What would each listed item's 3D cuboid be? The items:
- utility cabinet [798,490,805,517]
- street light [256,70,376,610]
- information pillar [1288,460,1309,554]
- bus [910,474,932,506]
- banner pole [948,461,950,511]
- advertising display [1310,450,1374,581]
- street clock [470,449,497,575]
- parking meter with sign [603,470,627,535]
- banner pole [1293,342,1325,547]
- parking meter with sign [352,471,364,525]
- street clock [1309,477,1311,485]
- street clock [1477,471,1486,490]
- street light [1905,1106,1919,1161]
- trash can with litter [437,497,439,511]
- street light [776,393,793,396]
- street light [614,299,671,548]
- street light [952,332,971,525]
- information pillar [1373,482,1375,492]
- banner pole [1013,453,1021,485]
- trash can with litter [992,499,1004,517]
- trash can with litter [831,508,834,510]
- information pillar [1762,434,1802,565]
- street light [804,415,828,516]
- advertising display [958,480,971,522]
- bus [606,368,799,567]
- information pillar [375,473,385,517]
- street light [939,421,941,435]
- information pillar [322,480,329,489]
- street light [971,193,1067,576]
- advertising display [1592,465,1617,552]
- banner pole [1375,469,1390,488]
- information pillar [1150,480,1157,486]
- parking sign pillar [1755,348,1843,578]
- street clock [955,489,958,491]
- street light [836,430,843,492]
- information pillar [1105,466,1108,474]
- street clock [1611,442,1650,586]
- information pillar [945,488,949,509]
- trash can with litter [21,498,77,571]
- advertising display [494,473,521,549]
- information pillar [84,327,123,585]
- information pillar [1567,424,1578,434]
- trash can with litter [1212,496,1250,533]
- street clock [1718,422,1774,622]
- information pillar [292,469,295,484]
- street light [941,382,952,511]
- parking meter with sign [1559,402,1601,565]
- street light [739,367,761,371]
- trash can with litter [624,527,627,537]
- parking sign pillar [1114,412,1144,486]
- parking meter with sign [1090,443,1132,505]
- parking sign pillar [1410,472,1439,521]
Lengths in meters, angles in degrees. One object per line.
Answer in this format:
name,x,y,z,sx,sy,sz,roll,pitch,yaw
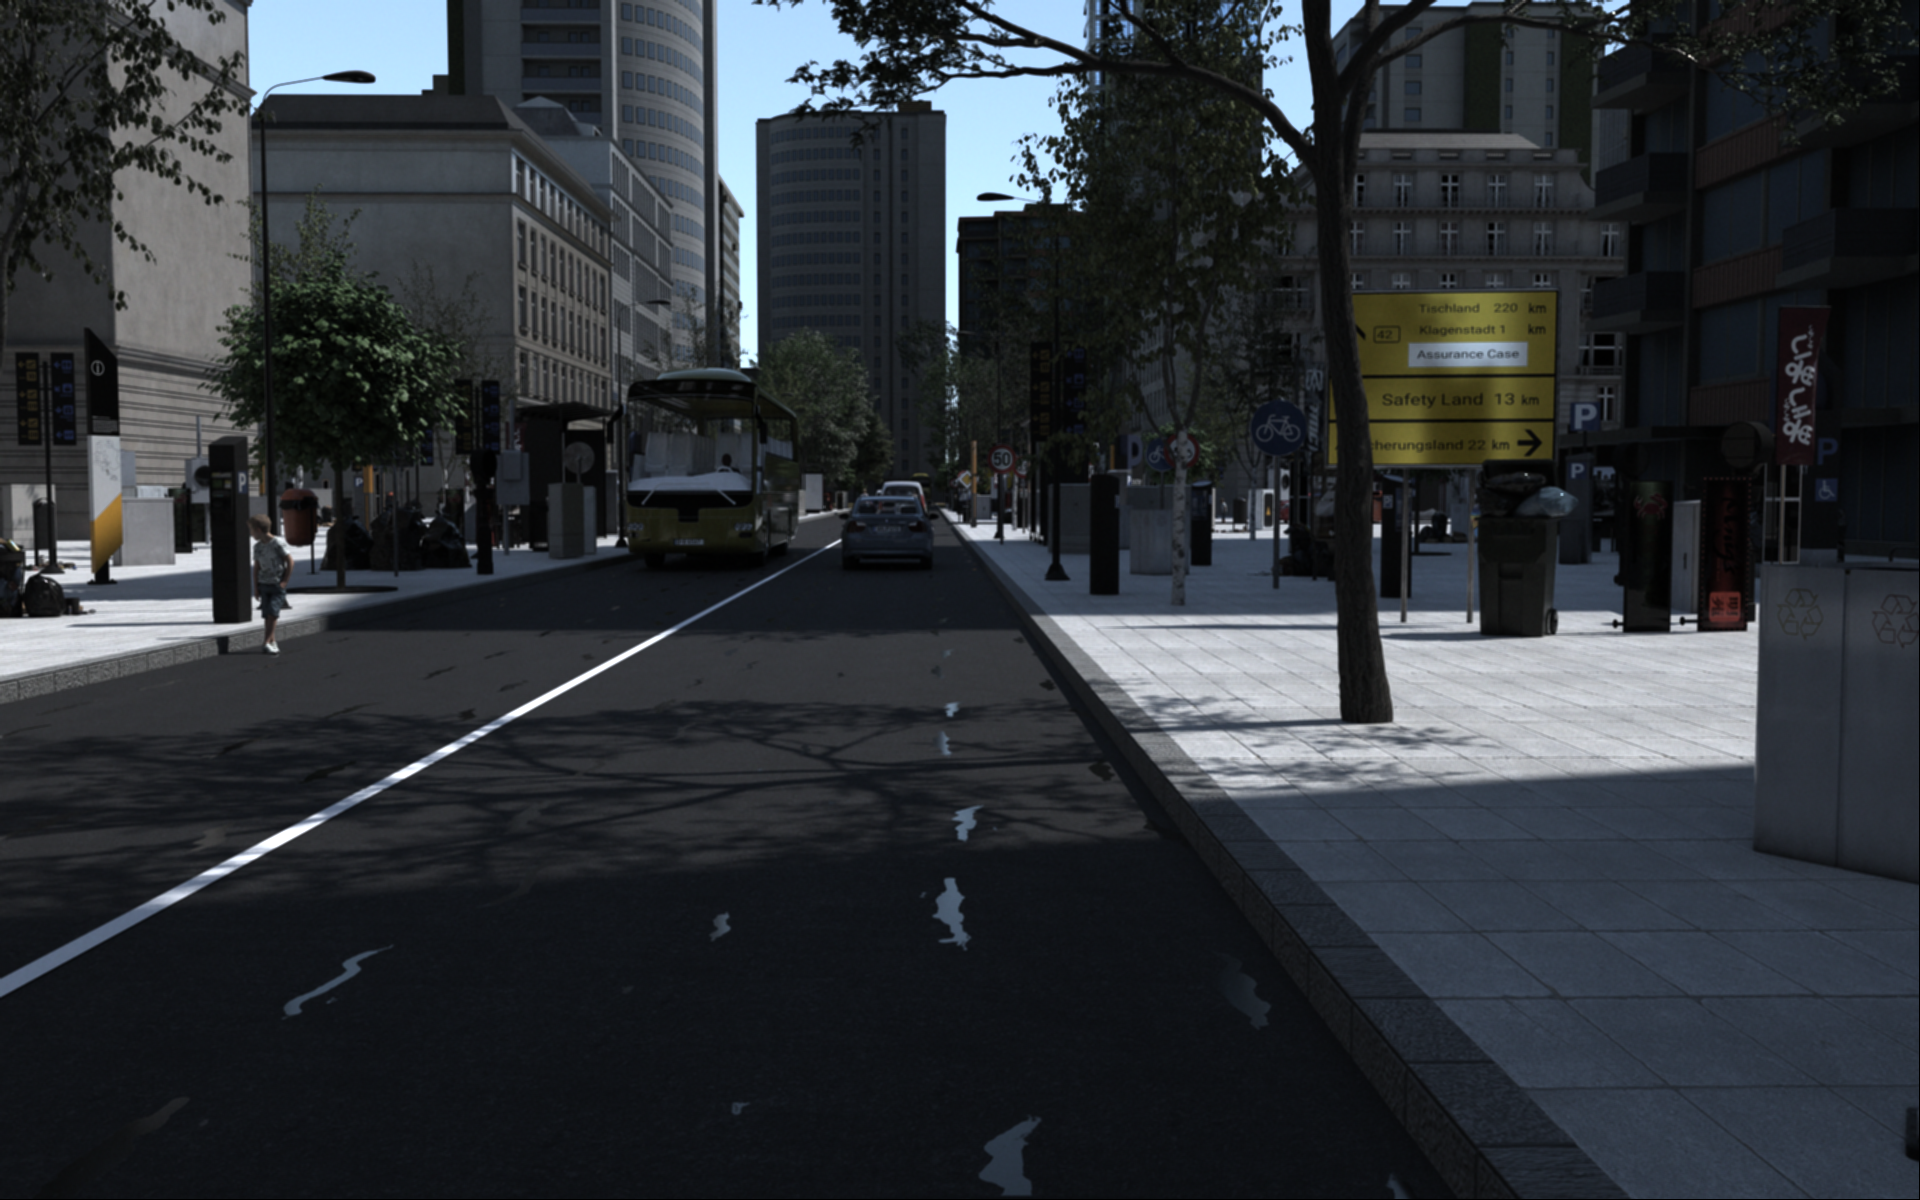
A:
utility cabinet,-9.115,-5.418,97.268,0.318,1.500,1.173,2,4,28
street light,-7.108,-2.850,19.144,1.470,5.913,1.316,0,4,-1
information pillar,7.266,-1.998,37.161,0.304,2.012,0.304,-2,4,-31
bus,-4.735,-13.210,207.526,2.896,3.916,12.252,0,4,-1
banner pole,-0.823,-8.552,129.849,0.401,3.779,0.863,0,4,7
advertising display,5.600,-1.237,25.438,0.974,1.923,0.123,3,5,41
street clock,-7.589,-1.410,27.628,0.358,2.002,0.471,1,4,15
parking meter with sign,-11.193,-3.589,54.937,1.738,3.016,0.543,-1,4,-9
banner pole,5.752,-2.369,28.754,0.863,3.779,0.401,-2,4,-32
parking meter with sign,-21.521,-4.018,61.950,0.543,3.016,1.738,-1,4,-21
street clock,13.664,-3.801,66.708,0.471,2.002,0.358,1,4,17
street clock,15.815,-2.913,52.192,0.471,2.002,0.358,1,4,13
street light,1.472,-1.876,3.209,1.470,5.913,1.316,0,4,-1
trash can with litter,-23.561,-4.169,79.557,1.055,1.170,0.624,3,5,41
street light,-8.366,-6.564,79.870,1.470,5.913,1.316,0,4,-1
street light,-7.587,-4.213,41.422,1.470,5.913,1.316,0,4,-1
street light,0.584,-4.718,49.674,1.470,5.913,1.316,0,4,-1
information pillar,13.490,-4.035,57.334,0.504,3.616,0.183,0,4,0
banner pole,3.095,-6.309,93.168,0.401,3.779,0.863,3,5,41
trash can with litter,3.093,-5.474,100.560,2.233,1.210,1.678,1,4,21
trash can with litter,-10.811,-7.737,137.553,2.233,1.210,1.678,3,4,39
information pillar,10.063,-1.022,21.202,0.304,2.012,0.304,-1,4,-19
street light,-8.634,-7.922,102.071,1.470,5.913,1.316,0,4,-1
advertising display,0.303,-4.539,79.419,0.974,1.923,0.123,3,4,38
bus,-5.125,-2.805,37.403,2.896,3.916,12.252,0,4,-2
information pillar,-20.466,-3.463,61.113,0.304,2.012,0.304,-1,4,-15
street light,-0.181,-7.037,87.596,1.470,5.913,1.316,0,4,-1
information pillar,-32.777,-5.200,89.511,0.304,2.012,0.304,-2,4,-25
street light,0.958,-3.323,26.865,1.470,5.913,1.316,0,4,-1
advertising display,14.023,-2.029,38.381,0.974,1.923,0.123,1,4,19
banner pole,34.381,-9.255,141.334,0.401,3.779,0.863,-3,5,-42
information pillar,10.410,-5.426,93.204,0.304,2.012,0.304,-2,4,-25
parking sign pillar,12.909,-2.326,26.501,1.447,3.967,1.447,0,4,-4
street clock,-0.245,-8.976,151.334,0.471,2.002,0.358,3,4,37
street light,-9.085,-9.286,124.366,1.470,5.913,1.316,0,4,-1
information pillar,11.613,-8.930,137.354,0.183,3.616,0.504,-2,4,-30
street clock,9.331,-1.197,24.144,0.471,2.002,0.358,-1,4,-19
information pillar,-1.105,-9.053,152.500,0.304,2.012,0.304,1,4,12
trash can with litter,-15.835,-1.117,29.323,1.678,1.210,2.233,0,4,5
advertising display,-10.623,-2.169,40.675,0.123,1.923,0.974,1,4,18
information pillar,-12.162,-2.033,24.590,0.183,3.616,0.504,2,4,24
information pillar,20.472,-4.063,57.790,0.504,3.616,0.183,0,4,1
trash can with litter,8.946,-2.853,57.700,2.233,1.210,1.678,-2,4,-24
street clock,7.872,-0.784,17.390,0.358,2.002,0.471,-2,4,-32
information pillar,-34.640,-6.033,89.998,0.183,3.616,0.504,-1,4,-14
street light,0.047,-6.075,71.870,1.470,5.913,1.316,0,4,-1
parking meter with sign,11.487,-2.197,32.184,0.543,3.016,1.738,2,4,27
street light,-8.008,-5.571,63.621,1.470,5.913,1.316,0,4,-1
trash can with litter,-9.582,-2.451,51.464,1.055,1.170,0.624,-1,4,-12
parking sign pillar,5.563,-4.190,56.972,1.447,3.967,1.447,2,4,34
parking meter with sign,4.969,-3.535,54.054,1.738,3.016,0.543,2,4,27
parking sign pillar,22.049,-5.719,81.984,1.447,3.967,1.447,-2,4,-25
